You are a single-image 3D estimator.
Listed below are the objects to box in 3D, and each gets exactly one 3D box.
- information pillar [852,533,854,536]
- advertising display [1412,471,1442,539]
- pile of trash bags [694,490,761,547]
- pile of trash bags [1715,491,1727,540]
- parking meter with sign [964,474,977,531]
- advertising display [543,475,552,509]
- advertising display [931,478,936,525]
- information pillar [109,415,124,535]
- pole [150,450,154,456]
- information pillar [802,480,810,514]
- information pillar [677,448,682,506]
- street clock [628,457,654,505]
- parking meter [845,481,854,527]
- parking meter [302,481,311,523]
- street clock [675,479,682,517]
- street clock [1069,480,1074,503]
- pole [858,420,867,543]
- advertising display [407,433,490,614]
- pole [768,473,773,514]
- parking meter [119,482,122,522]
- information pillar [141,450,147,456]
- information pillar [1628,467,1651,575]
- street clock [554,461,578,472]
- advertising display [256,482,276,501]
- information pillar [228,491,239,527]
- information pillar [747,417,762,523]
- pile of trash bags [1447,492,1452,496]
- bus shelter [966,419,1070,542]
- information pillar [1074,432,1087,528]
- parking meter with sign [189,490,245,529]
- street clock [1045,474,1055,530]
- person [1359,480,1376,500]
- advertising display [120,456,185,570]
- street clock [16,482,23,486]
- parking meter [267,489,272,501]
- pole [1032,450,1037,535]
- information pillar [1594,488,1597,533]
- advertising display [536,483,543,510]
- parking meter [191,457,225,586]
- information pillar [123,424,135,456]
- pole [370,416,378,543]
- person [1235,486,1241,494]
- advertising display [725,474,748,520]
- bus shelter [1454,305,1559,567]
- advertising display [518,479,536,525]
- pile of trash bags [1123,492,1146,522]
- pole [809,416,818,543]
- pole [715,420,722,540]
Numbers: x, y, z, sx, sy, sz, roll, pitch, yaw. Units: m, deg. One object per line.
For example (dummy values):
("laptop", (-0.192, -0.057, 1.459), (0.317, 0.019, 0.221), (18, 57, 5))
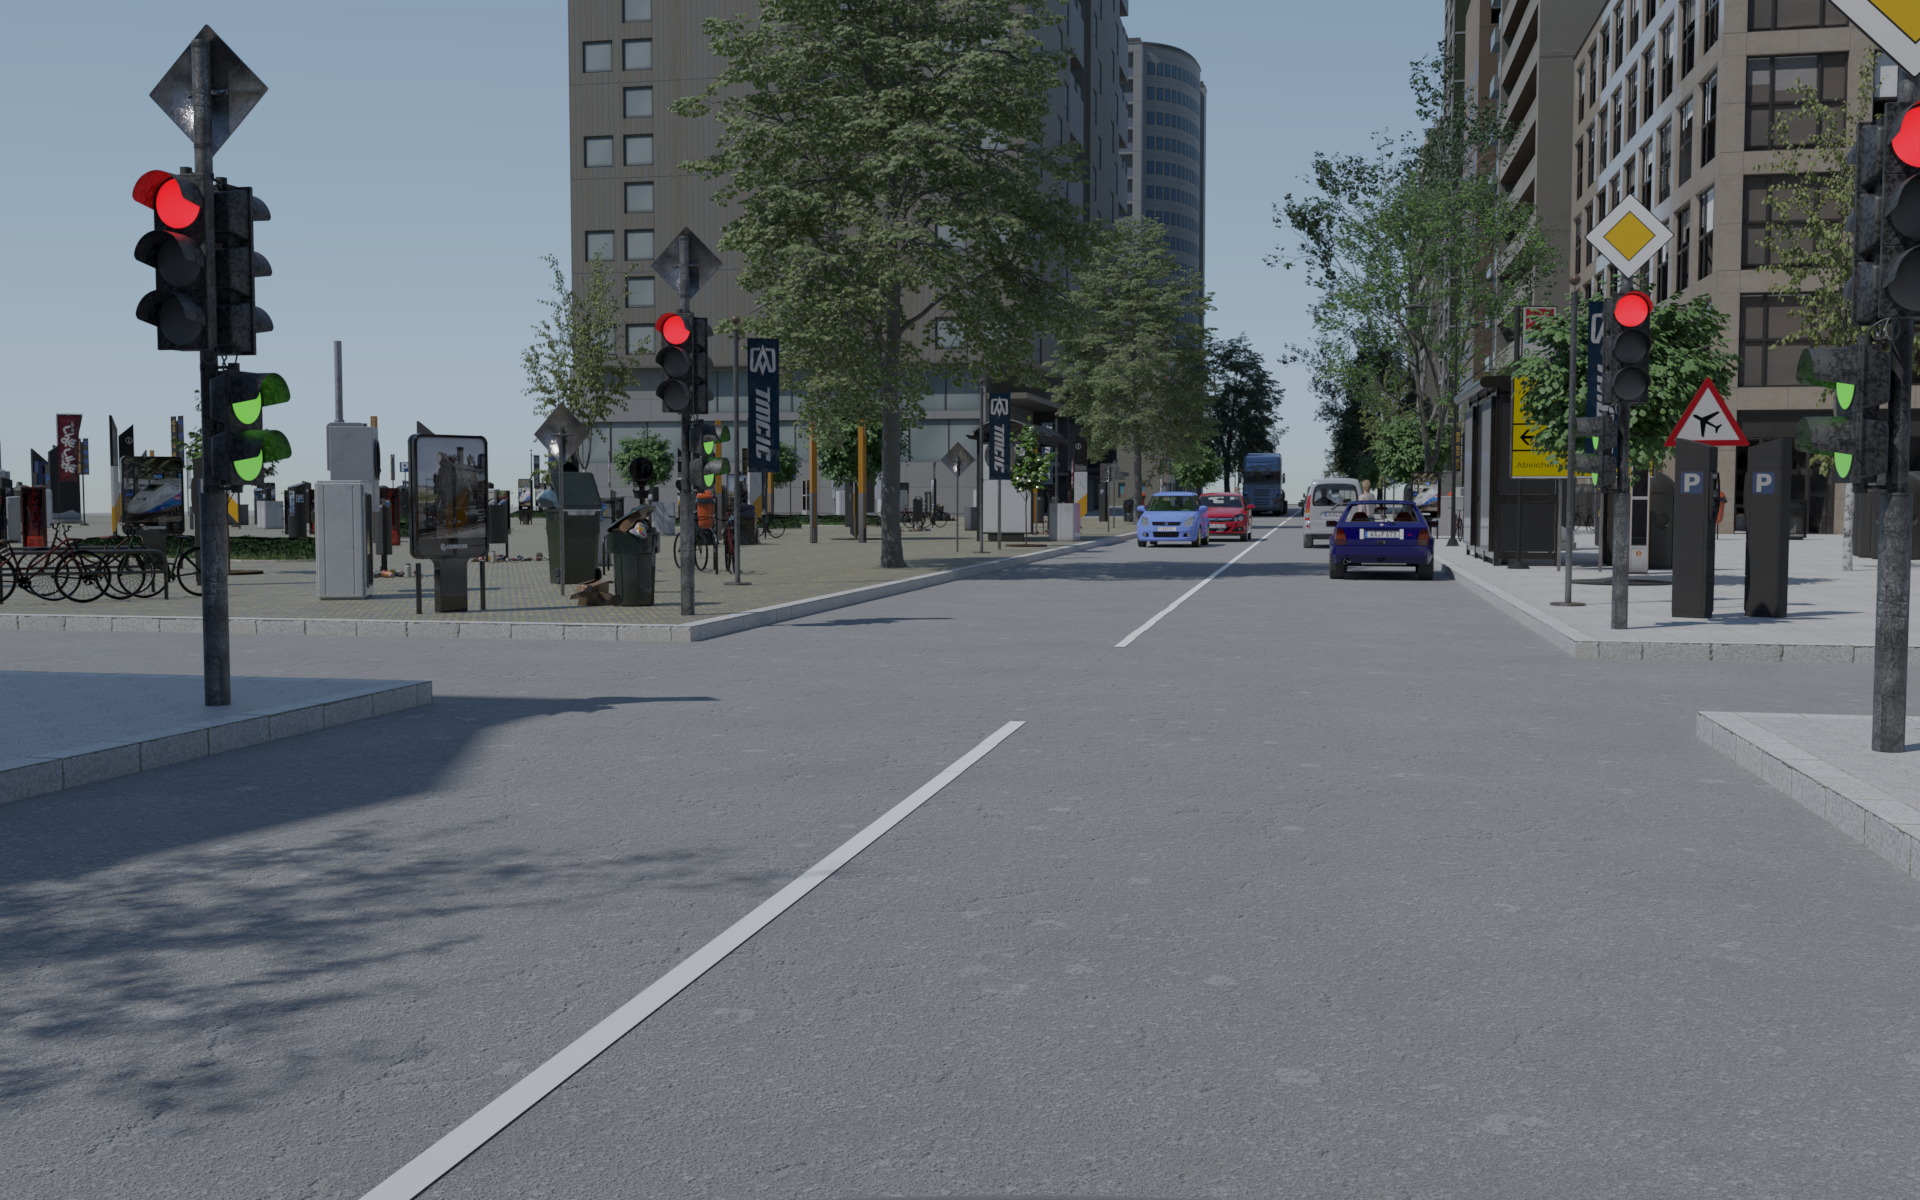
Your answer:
("information pillar", (-3.222, -3.778, 53.127), (0.183, 3.616, 0.504), (0, 4, -3))
("advertising display", (13.319, -2.708, 49.485), (0.123, 1.923, 0.974), (-2, 4, -34))
("pile of trash bags", (-6.064, -2.054, 43.340), (1.912, 1.369, 3.447), (0, 4, 2))
("pile of trash bags", (20.077, -2.423, 49.365), (3.447, 1.369, 1.912), (3, 5, 44))
("parking meter with sign", (0.914, -3.953, 60.891), (1.738, 3.016, 0.543), (-3, 5, -42))
("advertising display", (-13.054, -3.135, 56.474), (0.974, 1.923, 0.123), (1, 4, 19))
("advertising display", (-1.091, -4.053, 71.478), (0.123, 1.923, 0.974), (0, 4, -8))
("information pillar", (-25.160, -3.681, 51.541), (0.183, 3.616, 0.504), (-1, 4, -8))
("pole", (-37.449, -5.292, 80.363), (0.158, 3.312, 0.155), (0, 3, 0))
("information pillar", (-7.864, -5.137, 88.474), (0.304, 2.012, 0.304), (2, 4, 34))
("information pillar", (-14.051, -5.887, 87.612), (0.504, 3.616, 0.183), (1, 4, 9))
("street clock", (-6.244, -1.797, 33.948), (0.471, 2.002, 0.358), (-1, 4, -15))
("parking meter", (-4.290, -3.764, 67.257), (0.255, 1.863, 0.399), (1, 4, 19))
("parking meter", (-28.535, -4.284, 75.749), (0.399, 1.863, 0.255), (-1, 4, -13))
("street clock", (-13.819, -4.958, 85.633), (0.471, 2.002, 0.358), (2, 4, 33))
("street clock", (6.024, -5.356, 92.133), (0.358, 2.002, 0.471), (-2, 4, -35))
("pole", (-2.558, -3.151, 45.363), (0.158, 3.312, 0.155), (0, 3, 0))
("advertising display", (-5.543, -0.832, 18.818), (0.123, 1.923, 0.974), (3, 4, 36))
("pole", (-8.752, -5.266, 79.937), (0.158, 3.312, 0.155), (0, 3, 0))
("parking meter", (-37.929, -4.439, 78.284), (0.399, 1.863, 0.255), (1, 4, 16))
("information pillar", (-43.344, -6.158, 92.038), (0.504, 3.616, 0.183), (2, 4, 29))
("information pillar", (10.853, -1.420, 27.717), (0.304, 2.012, 0.304), (1, 4, 12))
("street clock", (-8.736, -2.073, 38.472), (0.471, 2.002, 0.358), (-2, 4, -31))
("advertising display", (-38.336, -5.535, 95.703), (0.974, 1.923, 0.123), (-2, 4, -26))
("information pillar", (-28.065, -4.619, 66.879), (0.504, 3.616, 0.183), (1, 4, 22))
("information pillar", (-6.266, -3.755, 52.744), (0.183, 3.616, 0.504), (3, 5, 44))
("pile of trash bags", (23.329, -4.130, 77.282), (3.447, 1.369, 1.912), (-1, 4, -11))
("bus shelter", (1.706, -3.364, 48.919), (2.014, 3.302, 5.546), (1, 4, 12))
("information pillar", (4.493, -4.483, 64.649), (0.504, 3.616, 0.183), (0, 4, 1))
("parking meter with sign", (-27.170, -4.091, 63.150), (1.738, 3.016, 0.543), (-1, 4, -11))
("street clock", (3.238, -3.516, 62.050), (0.471, 2.002, 0.358), (1, 4, 18))
("person", (9.089, -1.762, 37.975), (0.731, 1.740, 0.598), (-3, 5, -42))
("advertising display", (-13.726, -1.483, 29.466), (0.974, 1.923, 0.123), (-2, 4, -34))
("street clock", (-55.275, -5.949, 101.834), (0.471, 2.002, 0.358), (3, 5, 44))
("parking meter", (-31.838, -4.355, 79.622), (0.372, 1.533, 0.369), (0, 3, 0))
("pole", (2.340, -3.690, 54.172), (0.158, 3.312, 0.155), (0, 3, 0))
("information pillar", (21.075, -3.207, 56.919), (0.304, 2.012, 0.304), (-1, 4, -11))
("advertising display", (-23.883, -5.714, 98.641), (0.974, 1.923, 0.123), (3, 5, 44))
("parking meter", (-10.540, -1.137, 24.298), (0.399, 1.863, 0.255), (0, 4, -6))
("information pillar", (-27.771, -4.064, 57.796), (0.504, 3.616, 0.183), (-1, 4, -18))
("pole", (-15.300, -3.148, 45.312), (0.158, 3.312, 0.155), (0, 3, 0))
("person", (12.499, -4.247, 78.339), (0.834, 1.777, 0.661), (1, 4, 15))
("advertising display", (-6.945, -3.044, 54.981), (0.974, 1.923, 0.123), (-1, 4, -18))
("bus shelter", (11.133, -3.490, 34.699), (2.179, 5.291, 8.768), (1, 4, 12))
("advertising display", (-18.146, -4.107, 72.358), (0.974, 1.923, 0.123), (3, 5, 45))
("pile of trash bags", (8.503, -4.319, 80.361), (1.912, 1.369, 3.447), (0, 3, 0))
("pole", (-3.812, -3.131, 45.038), (0.158, 3.312, 0.155), (0, 3, 0))
("pole", (-6.674, -3.305, 47.879), (0.158, 3.312, 0.155), (0, 3, 0))
